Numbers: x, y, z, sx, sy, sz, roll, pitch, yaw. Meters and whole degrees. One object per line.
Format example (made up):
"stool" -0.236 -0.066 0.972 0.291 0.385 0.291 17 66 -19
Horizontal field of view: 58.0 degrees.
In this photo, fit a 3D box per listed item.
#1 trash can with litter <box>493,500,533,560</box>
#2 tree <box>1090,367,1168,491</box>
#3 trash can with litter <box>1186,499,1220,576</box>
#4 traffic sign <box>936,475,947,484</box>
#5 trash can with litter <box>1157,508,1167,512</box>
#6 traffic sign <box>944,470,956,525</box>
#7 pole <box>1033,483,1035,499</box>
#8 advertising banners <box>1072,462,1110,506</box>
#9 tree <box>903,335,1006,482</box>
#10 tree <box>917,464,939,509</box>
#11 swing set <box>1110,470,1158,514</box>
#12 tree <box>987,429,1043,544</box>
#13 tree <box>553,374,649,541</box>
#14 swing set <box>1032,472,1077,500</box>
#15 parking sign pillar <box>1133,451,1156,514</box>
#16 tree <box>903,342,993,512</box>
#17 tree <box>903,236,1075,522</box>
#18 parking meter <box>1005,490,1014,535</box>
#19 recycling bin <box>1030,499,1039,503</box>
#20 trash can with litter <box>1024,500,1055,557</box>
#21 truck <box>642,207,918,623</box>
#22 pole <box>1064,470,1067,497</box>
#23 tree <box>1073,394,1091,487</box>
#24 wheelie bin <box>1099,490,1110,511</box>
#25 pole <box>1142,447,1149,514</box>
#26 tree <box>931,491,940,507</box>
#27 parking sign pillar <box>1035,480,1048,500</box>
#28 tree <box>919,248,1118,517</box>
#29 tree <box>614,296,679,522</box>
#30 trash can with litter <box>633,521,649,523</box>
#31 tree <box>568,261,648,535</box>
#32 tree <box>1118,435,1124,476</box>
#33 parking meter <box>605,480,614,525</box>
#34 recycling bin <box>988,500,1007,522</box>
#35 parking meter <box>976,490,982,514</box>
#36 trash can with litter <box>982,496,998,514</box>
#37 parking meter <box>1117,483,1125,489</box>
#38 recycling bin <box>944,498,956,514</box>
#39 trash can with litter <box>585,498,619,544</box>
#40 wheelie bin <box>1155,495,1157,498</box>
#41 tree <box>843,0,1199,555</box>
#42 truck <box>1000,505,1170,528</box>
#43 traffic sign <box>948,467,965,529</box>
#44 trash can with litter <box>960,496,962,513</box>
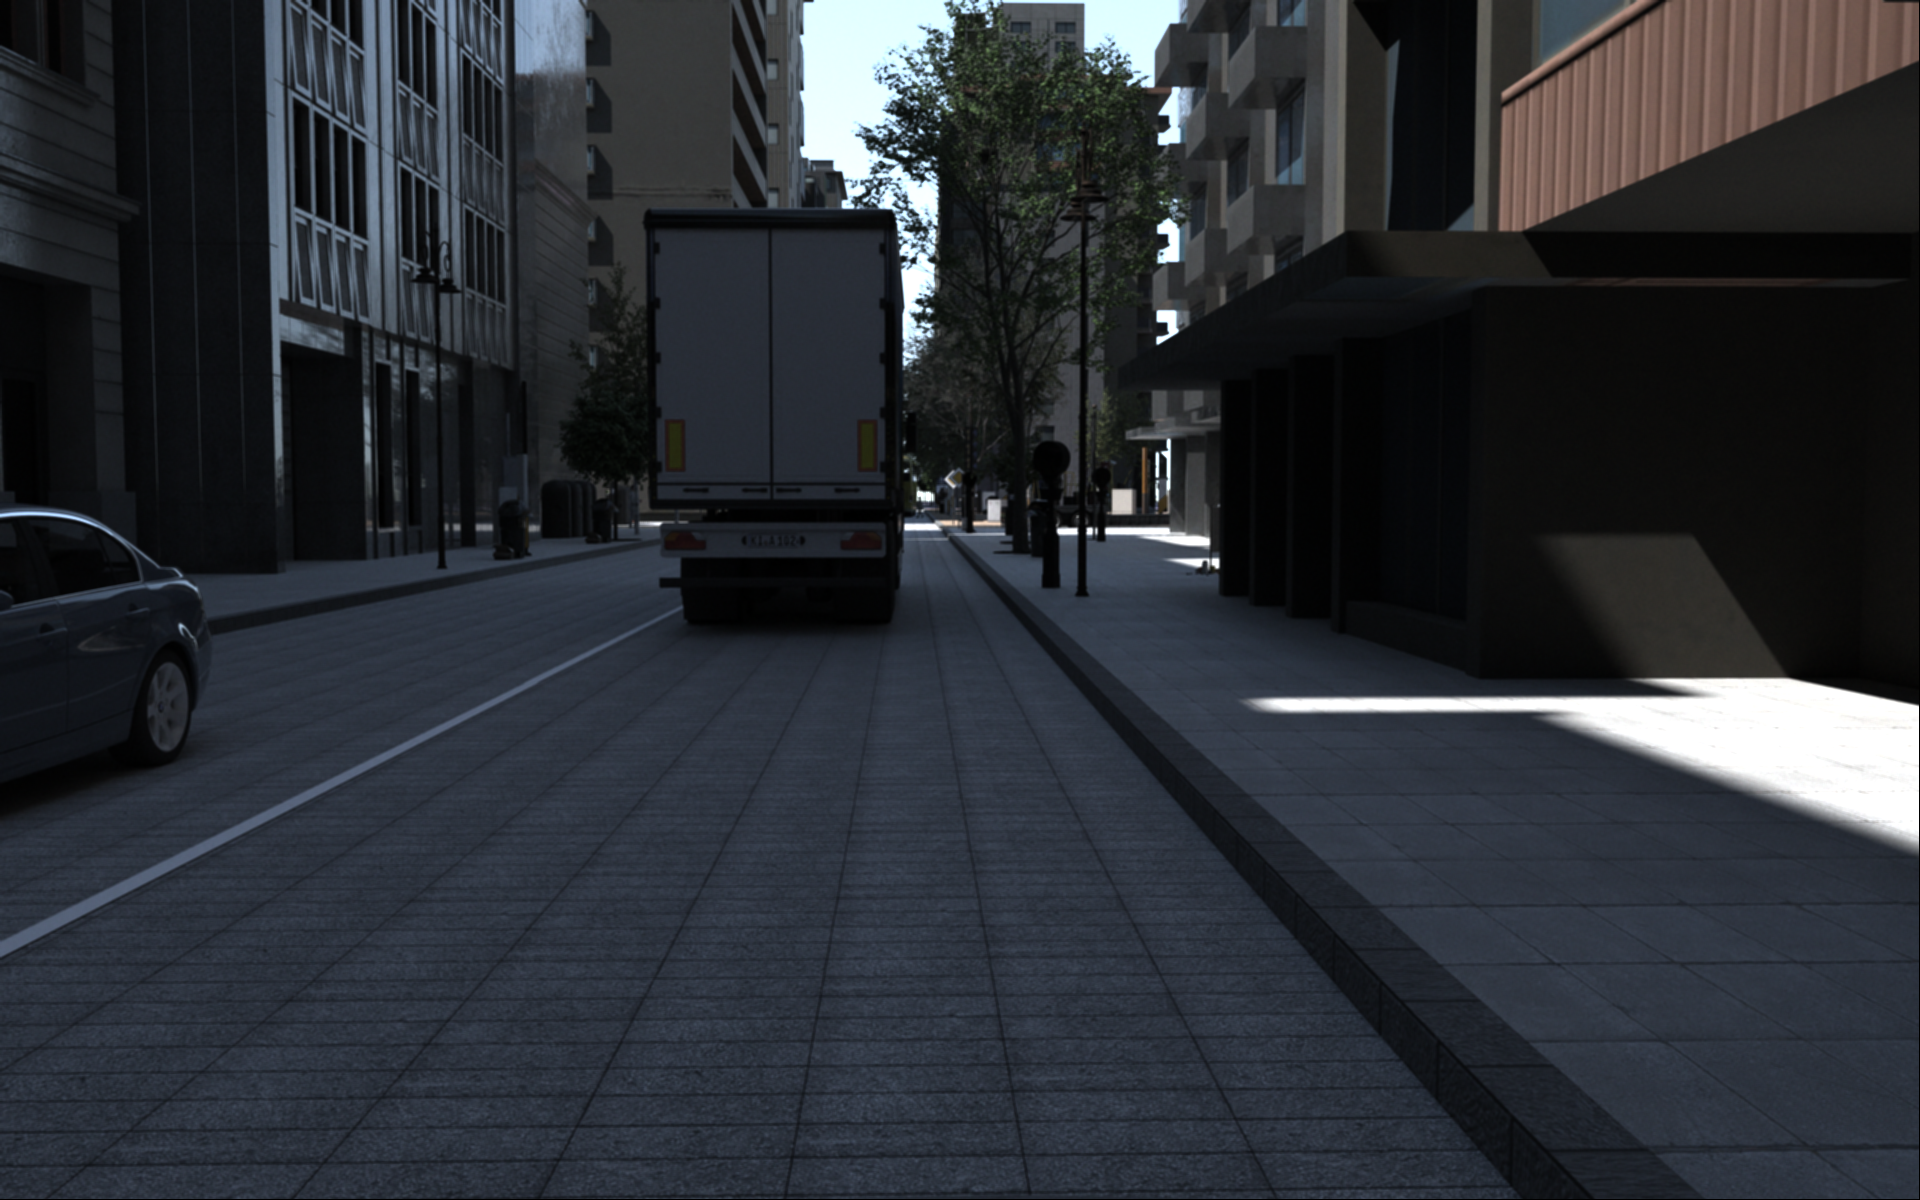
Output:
"trash can with litter" -8.834 -1.392 34.139 0.624 1.170 1.055 0 4 0
"tree" 9.888 -9.133 99.695 4.737 8.622 4.395 0 3 0
"trash can with litter" 4.707 -1.034 27.957 2.233 1.210 1.678 0 4 1
"traffic sign" -1.249 -7.229 118.308 0.768 2.556 0.104 0 4 5
"trash can with litter" 14.761 -6.936 124.786 1.055 1.170 0.624 -3 5 -39
"traffic sign" -0.275 -4.172 71.858 0.795 2.450 0.064 0 4 -2
"pole" 6.199 -9.220 144.592 0.158 3.312 0.155 0 3 0
"advertising banners" 7.107 -5.985 94.042 2.074 3.025 0.090 0 4 1
"tree" -1.164 -14.241 139.493 9.857 13.997 8.962 0 3 0
"tree" -3.133 -12.700 191.352 4.285 4.588 4.351 0 3 0
"swing set" 11.160 -6.871 109.959 2.862 2.851 3.119 0 4 -5
"tree" 1.429 -3.077 44.912 1.663 3.219 1.824 0 3 0
"tree" -9.463 -3.907 47.588 4.285 4.588 4.351 0 3 0
"swing set" 6.894 -7.740 124.173 3.119 2.851 2.862 -1 4 -14
"parking sign pillar" 11.160 -7.136 105.139 1.447 3.967 1.447 0 4 1
"tree" -1.285 -12.724 126.169 7.486 12.596 7.792 0 3 0
"tree" 0.698 -10.440 81.066 12.009 13.543 11.850 0 3 0
"parking meter" 1.601 -2.793 54.069 0.372 1.533 0.369 0 3 0
"recycling bin" 3.643 -4.651 88.595 0.722 1.027 0.722 1 4 15
"trash can with litter" 1.639 -1.476 35.520 0.624 1.170 1.055 0 4 4
"truck" -1.981 -2.060 22.600 2.839 4.237 11.283 0 4 -1
"pole" 8.307 -8.730 136.580 0.158 3.312 0.155 0 3 0
"tree" 9.520 -10.311 118.945 4.737 8.622 4.395 0 3 0
"wheelie bin" 10.745 -7.402 128.936 0.980 1.594 0.693 3 5 42
"pole" 8.083 -5.012 75.785 0.158 3.312 0.155 0 3 0
"tree" -1.929 -11.026 174.870 1.663 3.219 1.824 0 3 0
"parking sign pillar" 6.541 -9.015 135.863 1.447 3.967 1.447 -1 4 -14
"tree" 1.711 -6.216 51.995 4.360 8.622 3.978 0 3 0
"tree" -10.035 -6.746 60.665 4.360 8.622 3.978 0 3 0
"trash can with litter" -15.120 -4.042 77.150 2.233 1.210 1.678 2 4 28
"tree" -10.185 -6.362 54.386 4.737 8.622 4.395 0 3 0
"tree" 11.974 -11.935 145.496 4.360 8.622 3.978 0 3 0
"parking meter" -14.288 -3.985 70.864 0.255 1.863 0.399 2 4 27
"recycling bin" 1.732 -4.094 79.488 0.722 1.027 0.722 2 4 28
"parking meter" 1.232 -6.459 114.021 0.372 1.533 0.369 0 3 0
"trash can with litter" 1.755 -6.062 110.500 0.624 1.170 1.055 -3 4 -36
"parking meter" 8.586 -5.302 92.394 0.399 1.863 0.255 -3 4 -38
"recycling bin" -0.660 -6.092 112.153 0.722 1.027 0.722 0 4 -3
"trash can with litter" -9.348 -2.061 45.080 0.624 1.170 1.055 1 4 10
"wheelie bin" 14.586 -7.644 132.887 0.980 1.594 0.693 -1 4 -11
"tree" 1.147 -6.802 36.965 9.928 11.665 9.643 0 3 0
"truck" 11.024 -4.754 67.490 18.799 4.110 2.967 0 4 -2
"traffic sign" -0.040 -3.684 63.876 0.795 2.450 0.064 0 4 -2
"trash can with litter" 0.242 -6.401 116.044 0.624 1.170 1.055 0 4 3
